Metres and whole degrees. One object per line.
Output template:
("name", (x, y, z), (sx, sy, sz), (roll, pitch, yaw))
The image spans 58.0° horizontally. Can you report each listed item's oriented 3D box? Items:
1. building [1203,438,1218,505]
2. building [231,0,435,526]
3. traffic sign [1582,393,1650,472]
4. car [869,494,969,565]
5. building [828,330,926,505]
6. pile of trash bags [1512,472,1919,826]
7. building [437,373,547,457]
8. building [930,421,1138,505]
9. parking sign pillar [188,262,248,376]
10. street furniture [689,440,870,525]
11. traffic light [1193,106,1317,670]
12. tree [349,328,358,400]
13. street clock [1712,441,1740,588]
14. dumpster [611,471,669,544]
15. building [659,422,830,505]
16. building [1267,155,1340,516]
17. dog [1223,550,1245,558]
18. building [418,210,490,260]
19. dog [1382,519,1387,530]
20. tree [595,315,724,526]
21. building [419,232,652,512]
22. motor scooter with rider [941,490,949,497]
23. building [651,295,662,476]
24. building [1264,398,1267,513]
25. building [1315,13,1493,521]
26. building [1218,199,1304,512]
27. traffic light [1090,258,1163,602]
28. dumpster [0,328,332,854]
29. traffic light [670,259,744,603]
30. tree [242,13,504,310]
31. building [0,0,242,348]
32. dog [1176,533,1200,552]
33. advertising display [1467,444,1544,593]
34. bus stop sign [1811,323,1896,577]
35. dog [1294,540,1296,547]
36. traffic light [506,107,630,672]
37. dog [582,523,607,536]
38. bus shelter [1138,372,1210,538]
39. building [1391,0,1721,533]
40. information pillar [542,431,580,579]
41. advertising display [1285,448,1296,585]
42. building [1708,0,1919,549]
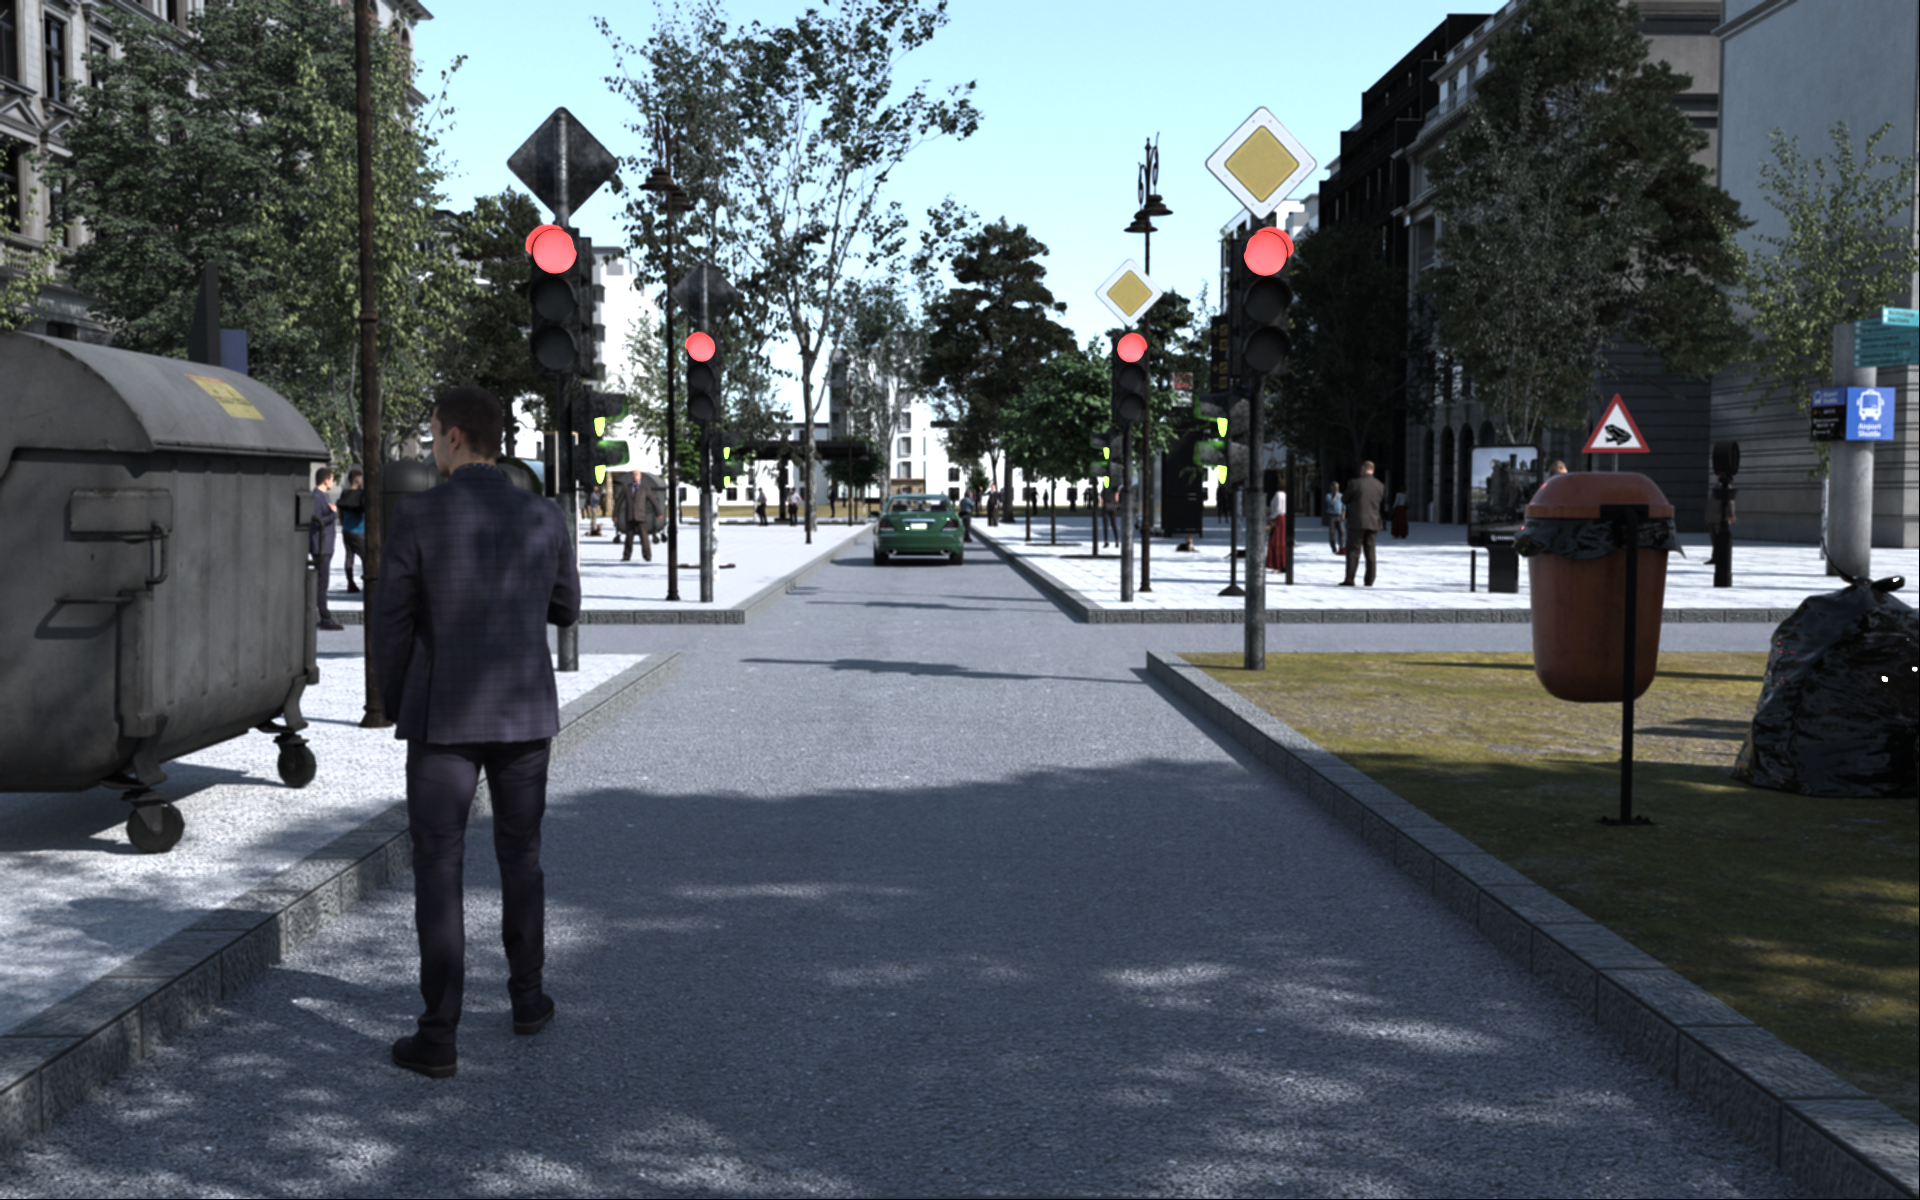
("building", (39.069, -15.994, 203.655), (28.070, 9.664, 9.099), (0, 4, -1))
("building", (-31.130, -17.256, 69.520), (14.401, 28.519, 23.554), (0, 4, -1))
("traffic sign", (8.481, -1.374, 22.461), (0.884, 2.594, 0.081), (0, 4, -1))
("car", (-0.860, -1.497, 36.272), (2.131, 1.459, 4.920), (0, 4, -1))
("building", (-9.755, -21.400, 206.309), (11.380, 20.091, 16.016), (0, 4, -1))
("pile of trash bags", (3.954, 0.159, 7.151), (3.447, 1.369, 1.912), (-1, 4, -8))
("building", (-28.736, -10.268, 110.023), (9.099, 9.664, 28.070), (0, 4, -1))
("building", (10.488, -16.002, 203.778), (28.070, 9.664, 9.099), (0, 4, -1))
("parking sign pillar", (-8.936, -1.980, 20.853), (1.447, 3.967, 1.447), (-2, 4, -33))
("street furniture", (-7.665, -5.055, 74.748), (7.346, 3.524, 5.398), (0, 4, -1))
("traffic light", (2.136, -1.426, 12.559), (0.839, 4.213, 0.868), (0, 4, -1))
("tree", (-20.365, -6.826, 61.964), (4.360, 8.622, 3.978), (0, 3, 0))
("street clock", (10.485, -1.173, 23.749), (0.358, 2.002, 0.471), (3, 5, 40))
("dumpster", (-8.301, -2.396, 44.930), (1.264, 1.857, 1.865), (0, 4, -1))
("building", (-29.416, -15.973, 203.304), (28.070, 9.664, 9.099), (0, 4, -1))
("building", (27.555, -15.063, 102.704), (16.016, 20.091, 11.380), (0, 4, -1))
("dog", (5.650, -1.027, 34.533), (0.550, 0.427, 0.748), (-2, 4, -30))
("building", (-53.183, -17.999, 138.251), (32.646, 21.610, 27.936), (0, 4, -1))
("dog", (14.798, -2.646, 60.997), (0.748, 0.427, 0.550), (-1, 4, -16))
("tree", (-11.602, -7.277, 69.344), (4.737, 8.622, 4.395), (0, 3, 0))
("building", (-32.300, -16.717, 129.738), (16.016, 20.091, 11.380), (0, 4, -1))
("motor scooter with rider", (-1.129, -6.748, 119.300), (0.876, 1.779, 1.986), (0, 4, -1))
("building", (-31.284, -17.593, 144.072), (11.380, 20.091, 16.016), (0, 4, -1))
("building", (28.446, -15.795, 114.663), (16.016, 20.091, 11.380), (0, 4, -1))
("building", (26.153, -15.824, 88.404), (12.332, 23.373, 15.834), (0, 4, -1))
("building", (33.928, -17.904, 136.705), (27.936, 21.610, 32.646), (0, 4, -1))
("traffic light", (1.972, -1.914, 20.542), (0.839, 4.213, 0.868), (0, 4, -1))
("dumpster", (-3.395, -0.065, 6.813), (1.264, 1.857, 1.865), (0, 4, -1))
("traffic light", (-2.988, -1.907, 20.425), (0.839, 4.213, 0.868), (0, 4, -1))
("tree", (-9.324, -4.703, 27.250), (4.737, 8.622, 4.395), (0, 3, 0))
("building", (-28.591, -13.398, 47.935), (11.050, 23.489, 19.941), (0, 4, -1))
("dog", (5.084, -1.277, 38.609), (0.550, 0.427, 0.748), (0, 4, 8))
("advertising display", (7.068, -1.056, 22.478), (0.974, 1.923, 0.123), (3, 5, 42))
("bus stop sign", (13.880, -2.321, 26.963), (0.837, 3.901, 0.837), (-1, 4, -9))
("dog", (7.961, -1.660, 41.515), (0.800, 0.831, 0.513), (-1, 4, -16))
("traffic light", (-2.824, -1.419, 12.441), (0.839, 4.213, 0.868), (0, 4, -1))
("dog", (-11.085, -2.124, 52.460), (0.748, 0.427, 0.550), (2, 4, 31))
("bus shelter", (6.648, -4.705, 54.556), (2.179, 5.291, 8.768), (0, 4, -1))
("building", (26.706, -13.850, 68.243), (13.314, 21.916, 24.055), (0, 4, -1))
("information pillar", (-4.715, -0.979, 20.497), (0.304, 2.012, 0.304), (-3, 5, -43))
("advertising display", (4.710, -1.193, 24.723), (0.123, 1.923, 0.974), (1, 4, 10))
("building", (31.662, -12.768, 44.906), (21.152, 22.565, 11.583), (0, 4, -1))
